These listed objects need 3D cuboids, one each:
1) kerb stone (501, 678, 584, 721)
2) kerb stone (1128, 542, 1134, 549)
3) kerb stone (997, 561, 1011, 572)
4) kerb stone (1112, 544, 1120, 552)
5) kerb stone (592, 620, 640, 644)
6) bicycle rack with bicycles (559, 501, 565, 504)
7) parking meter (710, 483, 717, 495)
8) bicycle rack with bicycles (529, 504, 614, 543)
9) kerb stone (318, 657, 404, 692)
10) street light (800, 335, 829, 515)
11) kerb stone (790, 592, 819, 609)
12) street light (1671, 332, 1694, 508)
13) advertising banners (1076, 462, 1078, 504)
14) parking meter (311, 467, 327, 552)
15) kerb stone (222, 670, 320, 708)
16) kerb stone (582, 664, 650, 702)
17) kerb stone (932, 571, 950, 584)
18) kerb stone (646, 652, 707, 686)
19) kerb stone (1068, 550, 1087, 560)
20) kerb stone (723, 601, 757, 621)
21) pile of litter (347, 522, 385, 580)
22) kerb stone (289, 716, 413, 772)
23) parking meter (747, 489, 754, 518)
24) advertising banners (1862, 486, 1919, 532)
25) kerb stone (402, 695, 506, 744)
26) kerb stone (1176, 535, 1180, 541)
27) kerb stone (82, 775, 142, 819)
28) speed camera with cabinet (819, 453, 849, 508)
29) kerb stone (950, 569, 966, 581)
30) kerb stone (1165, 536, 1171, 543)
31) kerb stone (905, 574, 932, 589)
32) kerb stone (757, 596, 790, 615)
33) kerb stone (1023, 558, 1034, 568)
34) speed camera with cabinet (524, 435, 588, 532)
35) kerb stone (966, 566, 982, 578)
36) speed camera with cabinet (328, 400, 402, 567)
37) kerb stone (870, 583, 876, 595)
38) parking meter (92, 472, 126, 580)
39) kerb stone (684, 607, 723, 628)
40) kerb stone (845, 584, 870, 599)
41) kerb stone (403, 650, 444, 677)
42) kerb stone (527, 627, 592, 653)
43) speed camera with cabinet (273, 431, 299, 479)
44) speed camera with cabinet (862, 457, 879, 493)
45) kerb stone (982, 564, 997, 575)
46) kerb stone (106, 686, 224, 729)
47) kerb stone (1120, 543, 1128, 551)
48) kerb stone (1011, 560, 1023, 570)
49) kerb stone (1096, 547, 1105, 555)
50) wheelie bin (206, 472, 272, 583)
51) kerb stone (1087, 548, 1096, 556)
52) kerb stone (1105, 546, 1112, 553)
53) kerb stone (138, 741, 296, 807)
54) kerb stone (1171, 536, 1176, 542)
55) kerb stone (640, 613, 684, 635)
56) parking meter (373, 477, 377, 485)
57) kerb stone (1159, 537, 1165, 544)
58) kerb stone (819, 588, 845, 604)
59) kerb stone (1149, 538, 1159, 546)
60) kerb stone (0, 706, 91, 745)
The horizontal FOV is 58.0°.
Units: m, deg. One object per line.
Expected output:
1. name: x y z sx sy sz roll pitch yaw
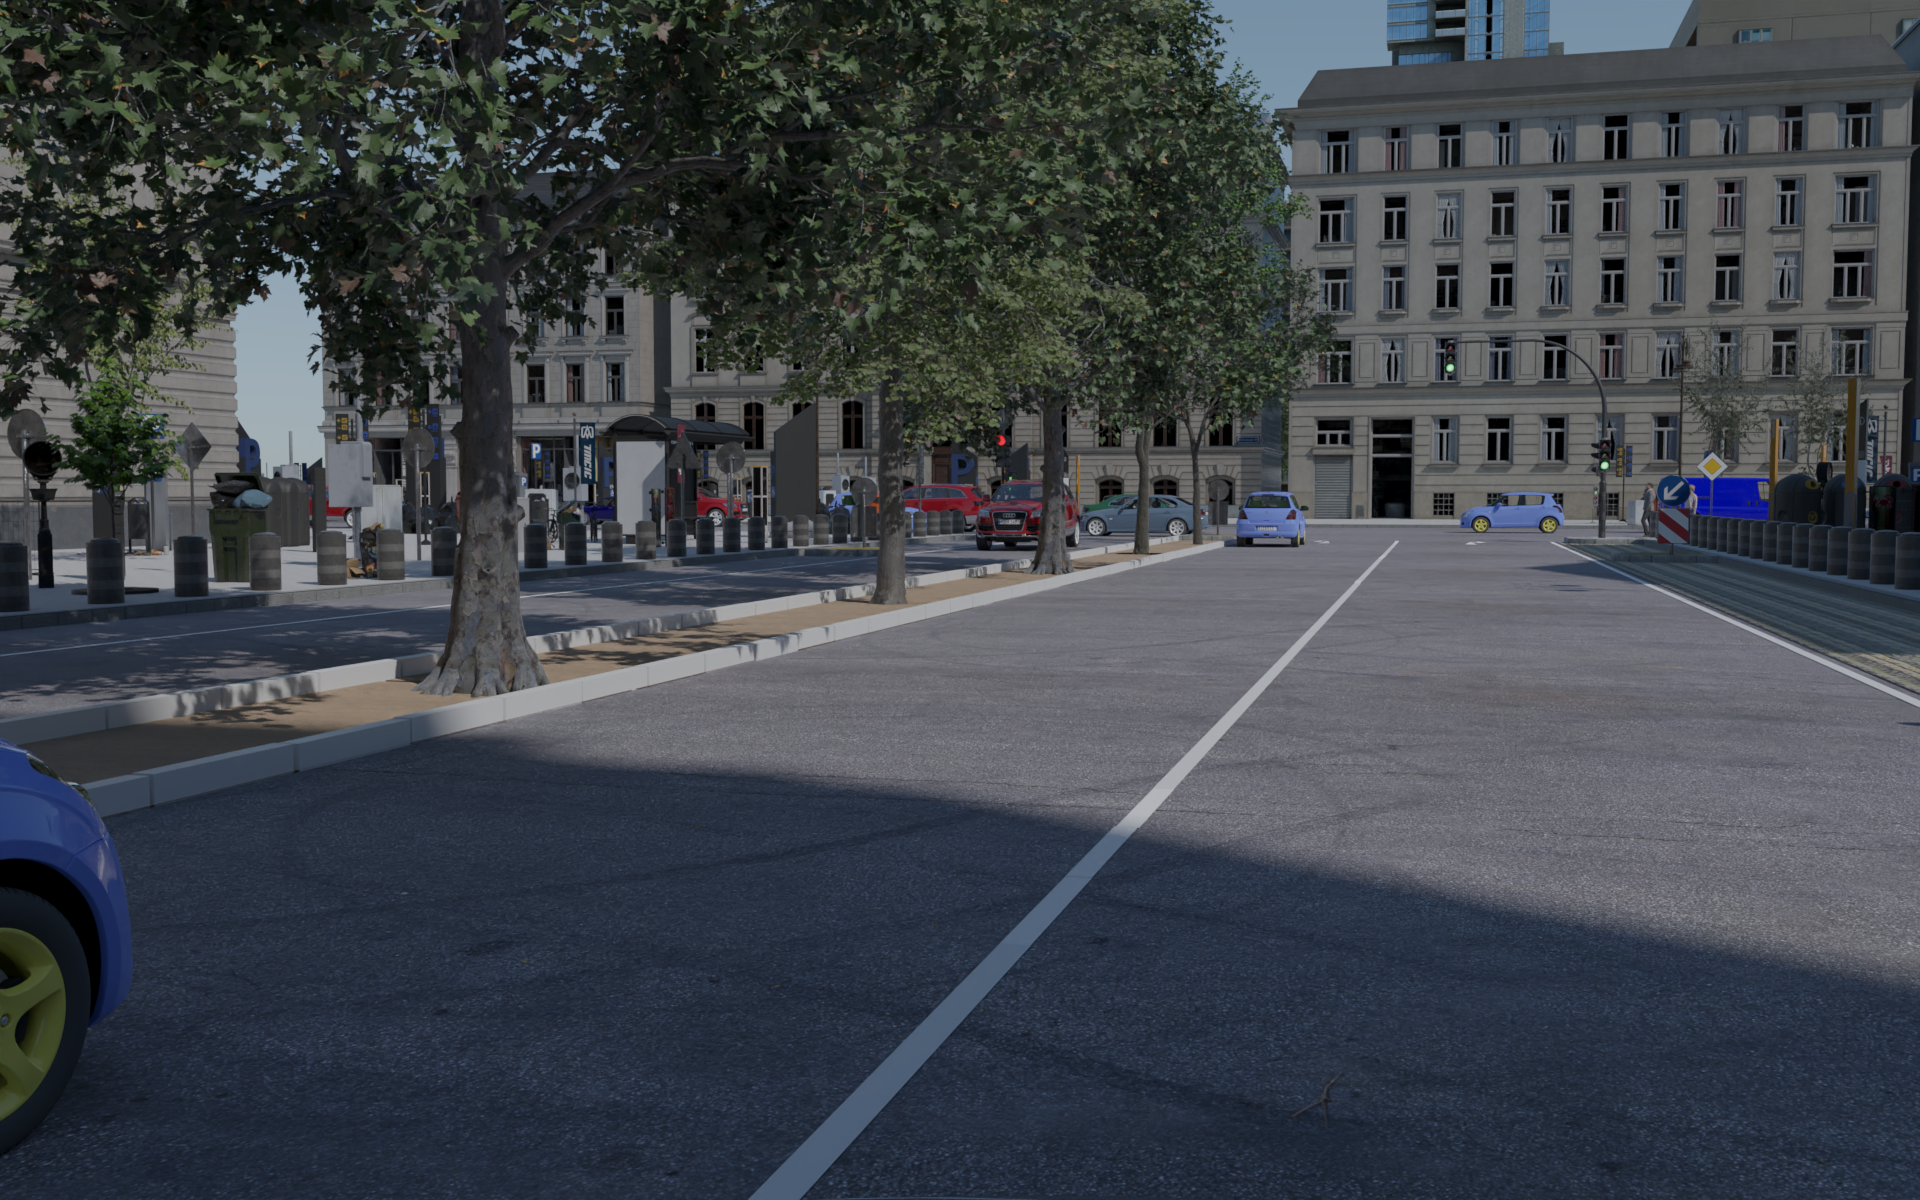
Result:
1. kerb stone: -2.785 0.660 11.406 0.120 0.150 1.000 1 4 15
2. kerb stone: 4.290 -1.370 44.678 0.120 0.150 1.000 1 4 15
3. kerb stone: 0.710 -0.585 31.782 0.120 0.150 1.000 1 4 15
4. kerb stone: 3.739 -1.254 42.694 0.120 0.150 1.000 1 4 15
5. kerb stone: -3.428 0.322 16.933 0.120 0.150 1.000 1 4 15
6. bicycle rack with bicycles: -19.889 -4.451 86.151 2.925 0.926 2.852 1 4 12
7. parking meter: -13.456 -5.428 94.456 0.255 1.863 0.399 2 4 24
8. bicycle rack with bicycles: -10.313 -1.972 45.626 2.852 0.926 2.925 -2 4 -25
9. kerb stone: -4.528 0.564 12.969 0.120 0.150 1.000 1 4 15
10. street light: -3.697 -4.409 44.875 0.468 5.910 1.993 1 4 15
11. kerb stone: -2.045 0.019 21.880 0.120 0.150 1.000 1 4 15
12. street light: 20.587 -4.690 49.467 0.468 5.910 1.993 1 4 15
13. advertising banners: 5.555 -5.262 82.227 0.090 3.025 2.074 0 4 4
14. parking meter: -14.128 -1.985 38.172 0.255 1.863 0.399 -2 4 -30
15. kerb stone: -4.809 0.629 11.984 0.120 0.150 1.000 1 4 15
16. kerb stone: -2.515 0.603 12.395 0.120 0.150 1.000 1 4 15
17. kerb stone: -0.400 -0.344 27.822 0.120 0.150 1.000 1 4 15
18. kerb stone: -2.238 0.539 13.381 0.120 0.150 1.000 1 4 15
19. kerb stone: 2.633 -1.011 38.722 0.120 0.150 1.000 1 4 15
20. kerb stone: -2.604 0.140 19.908 0.120 0.150 1.000 1 4 15
21. pile of litter: -9.340 -0.786 26.820 1.176 0.858 1.719 1 4 9
22. kerb stone: -3.332 0.785 9.431 0.120 0.150 1.000 1 4 15
23. parking meter: -11.250 -5.176 93.033 0.372 1.533 0.369 0 3 0
24. advertising banners: 15.638 -1.950 28.067 2.074 3.025 0.090 0 4 -6
25. kerb stone: -3.064 0.720 10.420 0.120 0.150 1.000 1 4 15
26. kerb stone: 6.495 -1.860 52.607 0.120 0.150 1.000 1 4 15
27. kerb stone: -3.892 0.906 7.445 0.120 0.150 1.000 1 4 15
28. speed camera with cabinet: -6.067 -5.378 82.273 0.660 3.252 2.038 2 4 33
29. kerb stone: -0.125 -0.405 28.813 0.120 0.150 1.000 1 4 15
30. kerb stone: 5.953 -1.739 50.625 0.120 0.150 1.000 1 4 15
31. kerb stone: -0.669 -0.284 26.833 0.120 0.150 1.000 1 4 15
32. kerb stone: -2.323 0.082 20.894 0.120 0.150 1.000 1 4 15
33. kerb stone: 1.256 -0.707 33.765 0.120 0.150 1.000 1 4 15
34. speed camera with cabinet: -13.534 -3.895 58.015 2.038 3.252 0.660 1 4 9
35. kerb stone: 0.148 -0.463 29.806 0.120 0.150 1.000 1 4 15
36. speed camera with cabinet: -10.730 -2.258 31.258 0.660 3.252 2.038 0 4 3
37. kerb stone: -1.223 -0.160 24.852 0.120 0.150 1.000 1 4 15
38. parking meter: -12.626 -1.222 25.696 0.399 1.863 0.255 1 4 14
39. kerb stone: -2.870 0.200 18.919 0.120 0.150 1.000 1 4 15
40. kerb stone: -1.496 -0.102 23.864 0.120 0.150 1.000 1 4 15
41. kerb stone: -4.255 0.504 13.960 0.120 0.150 1.000 1 4 15
42. kerb stone: -3.704 0.382 15.946 0.120 0.150 1.000 1 4 15
43. speed camera with cabinet: -21.613 -3.694 54.727 2.038 3.252 0.660 3 5 44
44. speed camera with cabinet: -4.361 -5.962 91.815 2.038 3.252 0.660 3 5 39
45. kerb stone: 0.426 -0.524 30.797 0.120 0.150 1.000 1 4 15
46. kerb stone: -5.080 0.686 10.990 0.120 0.150 1.000 1 4 15
47. kerb stone: 4.015 -1.315 43.687 0.120 0.150 1.000 1 4 15
48. kerb stone: 0.976 -0.647 32.780 0.120 0.150 1.000 1 4 15
49. kerb stone: 3.186 -1.129 40.710 0.120 0.150 1.000 1 4 15
50. wheelie bin: -10.510 -1.062 25.265 0.980 1.594 0.693 0 4 3
51. kerb stone: 2.910 -1.071 39.712 0.120 0.150 1.000 1 4 15
52. kerb stone: 3.459 -1.193 41.699 0.120 0.150 1.000 1 4 15
53. kerb stone: -3.614 0.842 8.431 0.120 0.150 1.000 1 4 15
54. kerb stone: 6.224 -1.799 51.618 0.120 0.150 1.000 1 4 15
55. kerb stone: -3.151 0.261 17.927 0.120 0.150 1.000 1 4 15
56. parking meter: -17.428 -2.786 51.267 0.399 1.863 0.255 -1 4 -14
57. kerb stone: 5.669 -1.678 49.635 0.120 0.150 1.000 1 4 15
58. kerb stone: -1.778 -0.042 22.878 0.120 0.150 1.000 1 4 15
59. kerb stone: 5.391 -1.618 48.647 0.120 0.150 1.000 1 4 15
60. kerb stone: -5.357 0.746 10.003 0.120 0.150 1.000 1 4 15
